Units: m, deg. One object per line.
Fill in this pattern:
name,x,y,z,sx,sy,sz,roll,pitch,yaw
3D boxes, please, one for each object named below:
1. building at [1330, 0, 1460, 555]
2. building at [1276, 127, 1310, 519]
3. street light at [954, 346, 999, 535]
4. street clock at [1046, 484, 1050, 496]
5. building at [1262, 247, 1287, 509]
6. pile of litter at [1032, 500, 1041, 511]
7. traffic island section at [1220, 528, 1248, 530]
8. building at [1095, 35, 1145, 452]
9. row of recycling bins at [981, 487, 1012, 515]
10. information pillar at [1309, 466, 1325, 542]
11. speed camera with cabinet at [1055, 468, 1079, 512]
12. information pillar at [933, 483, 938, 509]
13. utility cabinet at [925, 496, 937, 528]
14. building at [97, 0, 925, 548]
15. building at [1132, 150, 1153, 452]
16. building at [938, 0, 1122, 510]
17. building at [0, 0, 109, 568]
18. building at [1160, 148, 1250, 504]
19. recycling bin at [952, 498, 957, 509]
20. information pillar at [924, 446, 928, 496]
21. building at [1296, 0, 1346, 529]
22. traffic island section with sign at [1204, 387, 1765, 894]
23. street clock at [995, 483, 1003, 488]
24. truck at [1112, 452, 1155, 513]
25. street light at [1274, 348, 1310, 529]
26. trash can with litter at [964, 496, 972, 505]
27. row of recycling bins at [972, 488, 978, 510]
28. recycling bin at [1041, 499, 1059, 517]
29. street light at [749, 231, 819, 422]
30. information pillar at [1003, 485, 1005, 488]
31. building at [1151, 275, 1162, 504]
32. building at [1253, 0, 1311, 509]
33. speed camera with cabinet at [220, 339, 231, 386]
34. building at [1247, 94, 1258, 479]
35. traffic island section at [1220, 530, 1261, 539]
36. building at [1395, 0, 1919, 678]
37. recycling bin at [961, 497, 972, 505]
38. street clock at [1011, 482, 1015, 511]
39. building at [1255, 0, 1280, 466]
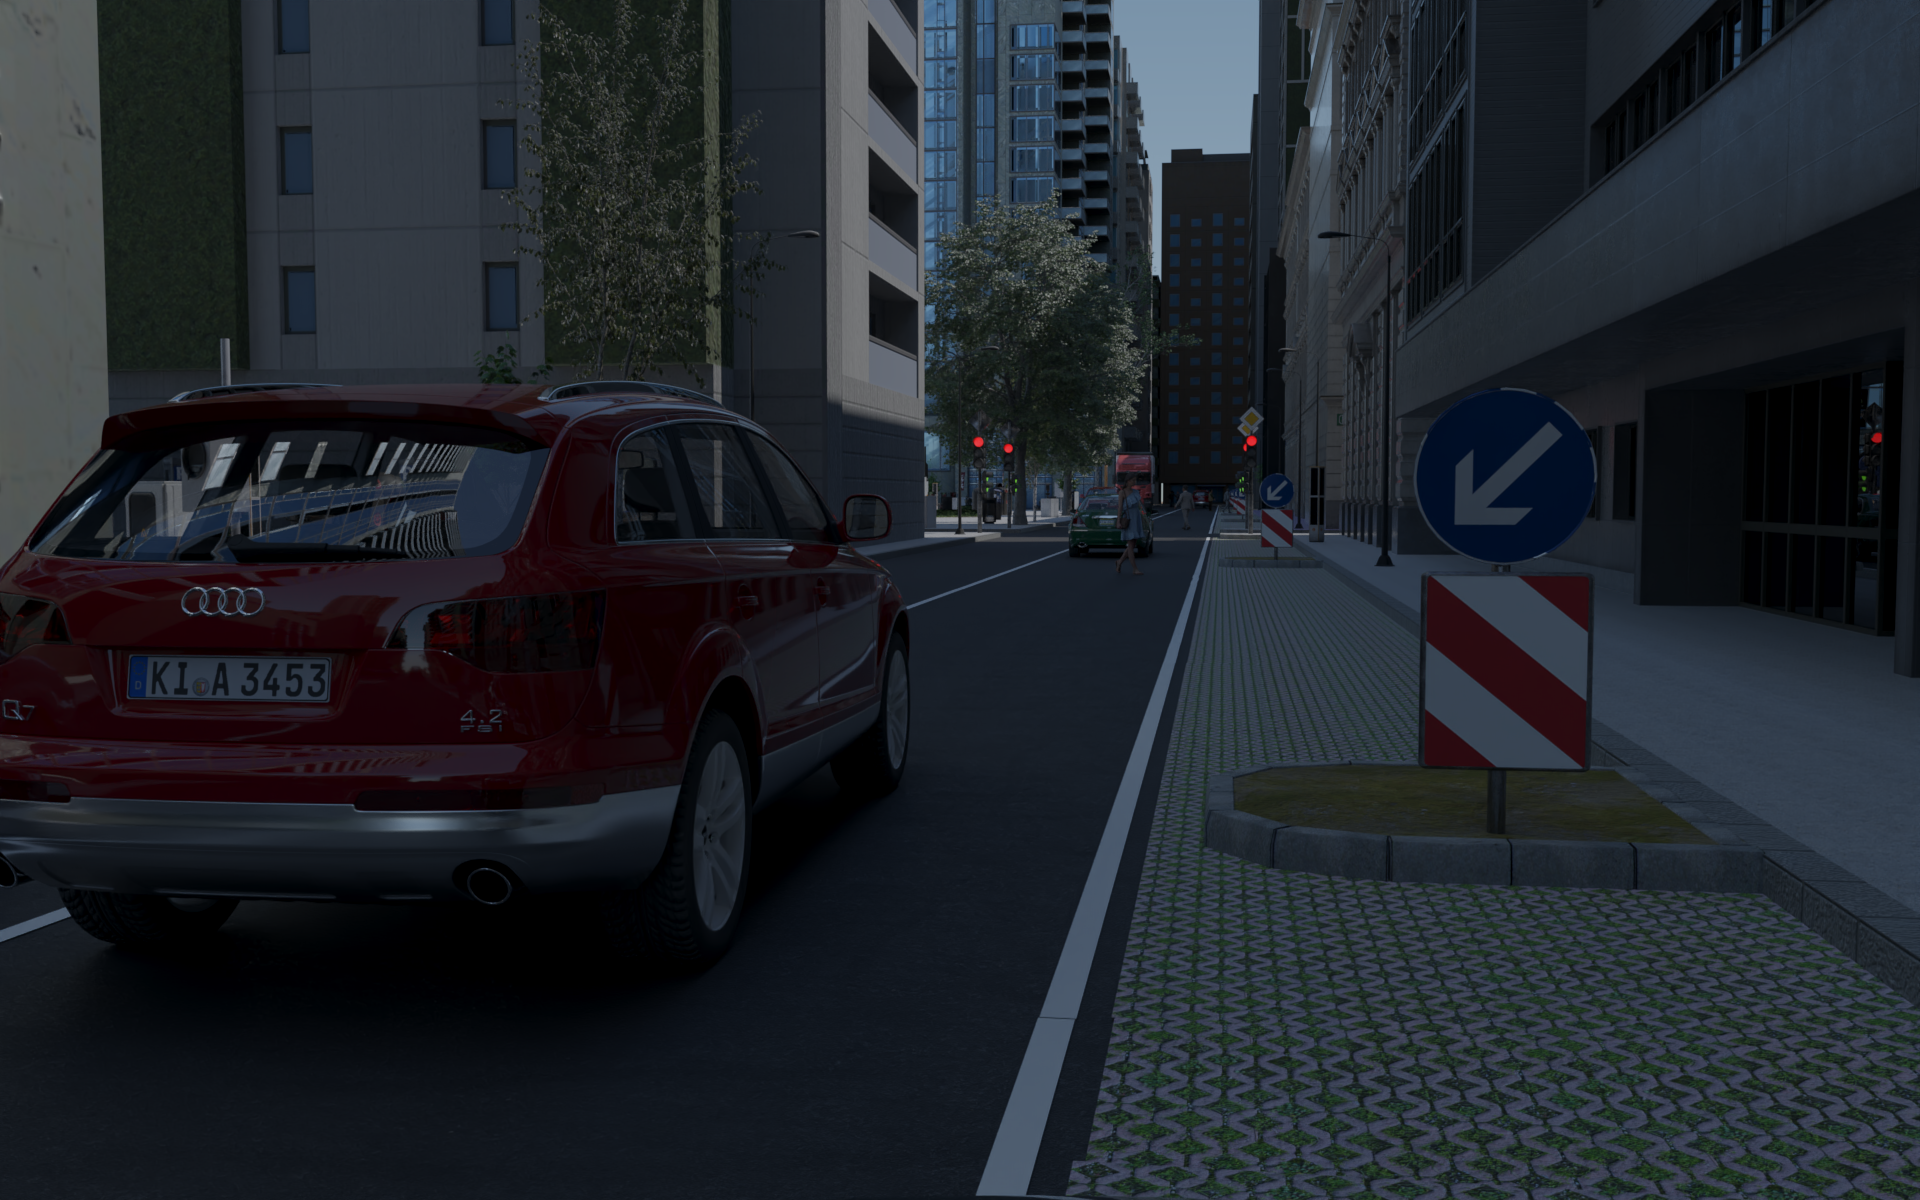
building,15.367,-13.179,44.355,11.050,23.489,19.941,1,4,9
building,26.313,-16.787,110.629,11.583,22.565,21.152,1,4,9
street light,0.528,-5.025,54.697,1.470,5.913,1.316,1,4,9
street clock,6.149,-7.136,121.236,0.358,2.002,0.471,1,4,9
building,28.990,-18.299,128.868,12.332,23.373,15.834,1,4,9
pile of litter,6.428,-7.360,134.299,1.719,0.858,1.176,0,4,0
traffic island section,10.567,-2.529,63.635,2.009,0.180,2.903,1,4,9
building,8.228,-34.640,185.978,23.786,49.044,30.456,1,4,9
row of recycling bins,2.373,-6.012,105.414,1.069,1.692,3.534,1,4,16
information pillar,9.521,-2.549,46.176,0.304,2.012,0.304,3,5,44
speed camera with cabinet,7.572,-7.868,122.983,0.660,3.252,2.038,3,5,43
information pillar,-1.660,-6.812,115.861,0.304,2.012,0.304,0,4,7
utility cabinet,-1.202,-3.320,65.445,0.306,1.237,1.020,1,4,20
building,-15.549,-30.856,46.499,28.212,58.520,21.231,1,4,9
building,15.988,-32.087,208.209,14.086,41.232,14.154,1,4,9
building,3.750,-51.487,154.490,22.319,86.520,31.000,1,4,9
building,-19.648,-42.063,0.395,22.319,86.520,31.000,1,4,9
building,33.685,-35.285,227.026,14.200,45.320,14.600,1,4,9
recycling bin,-0.572,-6.487,118.609,0.722,1.027,0.722,0,4,-2
information pillar,-1.849,-5.715,84.799,0.504,3.616,0.183,3,5,39
building,35.746,-17.777,67.076,44.131,29.872,17.030,1,4,9
traffic island section with sign,2.038,0.085,7.241,1.989,1.847,2.006,1,4,9
street clock,2.567,-6.689,113.933,0.471,2.002,0.358,-3,5,-41
truck,11.922,-7.884,117.818,2.839,4.237,11.283,0,4,7
street light,10.853,-5.061,55.287,1.470,5.913,1.316,1,4,9
trash can with litter,0.870,-7.525,134.414,1.055,1.170,0.624,-1,4,-17
row of recycling bins,1.511,-6.226,108.913,1.069,1.692,3.534,1,4,13
recycling bin,4.939,-5.065,95.371,0.722,1.027,0.722,3,5,43
street light,-3.174,-3.563,30.793,1.470,5.913,1.316,1,4,9
information pillar,3.271,-7.951,134.492,0.304,2.012,0.304,3,5,45
building,19.686,-28.004,229.566,14.107,30.474,14.160,1,4,9
building,36.092,-43.549,150.274,20.563,71.187,20.611,1,4,9
speed camera with cabinet,-10.020,-1.716,22.395,2.038,3.252,0.660,3,4,36
building,44.196,-35.221,199.569,21.300,48.544,21.600,1,4,9
traffic island section,9.372,-2.046,55.739,2.009,0.180,2.903,1,4,9
building,13.595,-12.225,18.942,14.314,24.678,30.058,1,4,9
recycling bin,0.540,-7.744,139.176,0.722,1.027,0.722,1,4,20
street clock,2.734,-4.970,85.834,0.471,2.002,0.358,0,4,2
building,40.578,-38.695,174.668,21.231,58.520,28.212,1,4,9
